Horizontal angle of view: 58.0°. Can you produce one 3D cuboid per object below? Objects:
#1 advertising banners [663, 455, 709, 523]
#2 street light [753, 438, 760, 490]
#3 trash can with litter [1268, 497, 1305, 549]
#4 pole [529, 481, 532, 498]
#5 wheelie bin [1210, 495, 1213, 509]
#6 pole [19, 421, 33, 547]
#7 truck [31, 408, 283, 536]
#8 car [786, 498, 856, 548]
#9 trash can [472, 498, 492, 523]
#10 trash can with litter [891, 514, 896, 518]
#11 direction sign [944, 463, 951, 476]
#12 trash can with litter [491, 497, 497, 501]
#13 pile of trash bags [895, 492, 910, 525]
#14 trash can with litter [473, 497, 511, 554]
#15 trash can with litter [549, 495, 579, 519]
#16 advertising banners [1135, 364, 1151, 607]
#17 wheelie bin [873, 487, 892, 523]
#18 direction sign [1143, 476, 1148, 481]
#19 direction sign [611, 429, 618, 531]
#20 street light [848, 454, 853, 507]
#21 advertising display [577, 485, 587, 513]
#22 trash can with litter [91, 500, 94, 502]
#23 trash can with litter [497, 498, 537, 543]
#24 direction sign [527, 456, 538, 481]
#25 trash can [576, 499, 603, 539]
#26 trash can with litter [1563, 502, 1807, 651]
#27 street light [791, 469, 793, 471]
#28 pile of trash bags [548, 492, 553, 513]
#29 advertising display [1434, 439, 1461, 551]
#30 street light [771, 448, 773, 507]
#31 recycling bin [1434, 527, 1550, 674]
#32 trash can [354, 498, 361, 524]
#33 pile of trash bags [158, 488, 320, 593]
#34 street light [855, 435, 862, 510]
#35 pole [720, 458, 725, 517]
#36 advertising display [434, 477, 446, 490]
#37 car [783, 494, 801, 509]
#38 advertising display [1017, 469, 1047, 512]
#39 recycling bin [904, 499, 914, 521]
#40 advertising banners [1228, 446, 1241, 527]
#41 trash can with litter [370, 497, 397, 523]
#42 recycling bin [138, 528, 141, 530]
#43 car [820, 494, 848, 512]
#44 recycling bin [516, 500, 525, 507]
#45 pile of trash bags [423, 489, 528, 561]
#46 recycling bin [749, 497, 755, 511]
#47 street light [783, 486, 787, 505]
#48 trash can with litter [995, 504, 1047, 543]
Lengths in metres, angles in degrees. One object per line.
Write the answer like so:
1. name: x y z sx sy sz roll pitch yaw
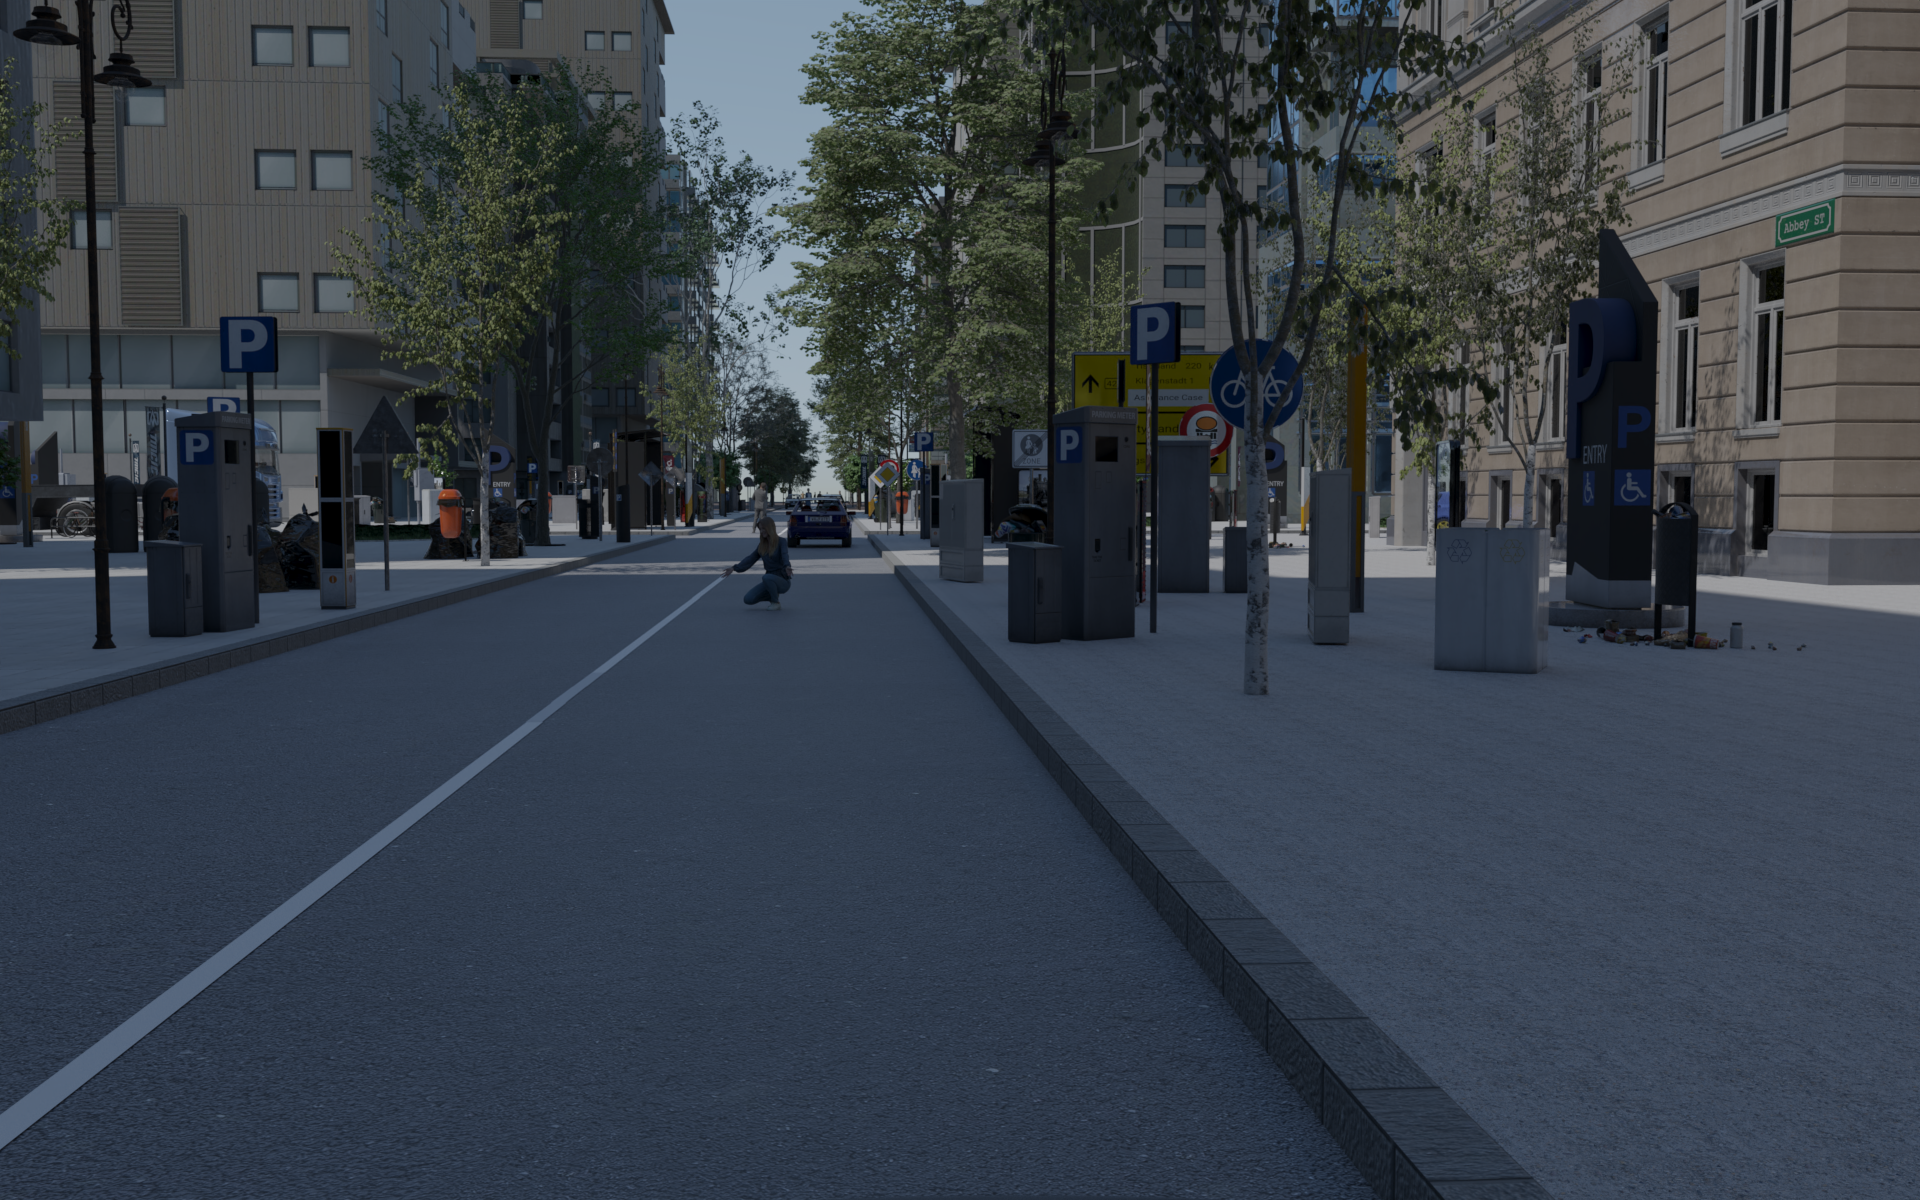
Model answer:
1. advertising banners: -12.353 -5.010 78.103 2.074 3.025 0.090 -1 4 -19
2. street light: -16.149 -10.080 137.603 0.468 5.910 1.993 0 4 -4
3. trash can with litter: 7.464 -1.876 41.727 1.678 1.210 2.233 1 4 13
4. pole: -27.478 -7.158 110.880 0.158 3.312 0.155 0 3 0
5. wheelie bin: 7.127 -2.688 51.864 0.693 1.594 0.980 -3 5 -42
6. pole: -22.490 -2.928 41.709 0.158 3.312 0.155 0 3 0
7. truck: -30.633 -3.967 54.620 18.799 4.110 2.967 0 4 -6
8. car: -3.845 -2.150 47.732 1.945 1.354 3.894 0 4 -3
9. trash can: -17.729 -3.215 64.218 0.748 1.137 0.748 0 3 0
10. trash can with litter: -3.608 -4.993 93.022 0.624 1.170 1.055 -2 4 -29
11. direction sign: -0.744 -8.170 125.571 0.876 3.537 0.379 1 4 14
12. trash can with litter: -17.900 -3.361 66.335 0.624 1.170 1.055 0 4 2
13. pile of trash bags: -0.998 -3.802 71.916 3.447 1.369 1.912 -1 4 -10
14. trash can with litter: -10.424 -1.622 37.579 2.233 1.210 1.678 -2 4 -30
15. trash can with litter: -20.934 -4.817 89.807 2.233 1.210 1.678 -2 4 -33
16. advertising banners: 2.157 -1.486 20.476 0.090 3.025 2.074 1 4 11
17. wheelie bin: -3.432 -4.261 77.568 0.693 1.594 0.980 2 4 33
18. direction sign: 11.392 -7.135 108.661 0.876 3.537 0.379 0 4 -8
19. direction sign: -12.044 -4.192 60.542 0.379 3.537 0.876 -1 4 -20
20. street light: -10.919 -12.452 176.384 0.468 5.910 1.993 0 4 -4
21. advertising display: -25.944 -6.986 119.432 0.974 1.923 0.123 -1 4 -17
22. trash can with litter: -34.120 -3.460 67.966 0.624 1.170 1.055 3 5 42
23. trash can with litter: -11.385 -2.057 45.012 1.055 1.170 0.624 3 5 41
24. direction sign: -25.397 -6.807 103.298 0.876 3.537 0.379 1 4 11
25. trash can: -10.542 -2.301 49.281 0.748 1.137 0.748 0 3 0
26. trash can with litter: 6.119 -0.248 15.116 1.678 1.210 2.233 -1 4 -10
27. street light: -24.893 -17.356 256.553 0.468 5.910 1.993 0 4 -4
28. pile of trash bags: -18.809 -3.840 72.538 3.447 1.369 1.912 -1 4 -8
29. advertising display: 5.868 -0.959 20.887 0.123 1.923 0.974 0 4 5
30. street light: -18.781 -12.238 172.874 0.468 5.910 1.993 0 4 -4
31. recycling bin: 3.925 -0.013 12.761 0.722 1.027 0.722 2 4 25
32. trash can: -22.950 -3.279 65.261 0.748 1.137 0.748 0 3 0
33. pile of trash bags: -10.040 -0.857 23.760 3.447 1.369 1.912 3 5 40
34. street light: -7.830 -9.946 135.398 0.468 5.910 1.993 0 4 -4
35. pole: -13.943 -6.574 101.324 0.158 3.312 0.155 0 3 0
36. advertising display: -19.516 -3.630 64.572 0.974 1.923 0.123 3 4 37
37. car: -15.876 -9.534 165.674 2.009 1.686 4.222 0 4 -5
38. advertising display: 1.949 -2.399 44.430 0.974 1.923 0.123 1 4 22
39. recycling bin: -2.575 -4.234 81.780 0.722 1.027 0.722 0 4 6
40. advertising banners: 9.951 -4.065 62.643 0.090 3.025 2.074 1 4 20
41. trash can with litter: -25.119 -3.918 75.451 0.624 1.170 1.055 3 4 38
42. recycling bin: -29.331 -3.072 62.786 0.722 1.027 0.722 1 4 21
43. car: -7.443 -5.531 100.214 2.009 1.686 4.222 0 4 -5
44. recycling bin: -19.630 -3.967 77.419 0.722 1.027 0.722 -2 4 -30
45. pile of trash bags: -9.746 -1.508 34.404 1.912 1.369 3.447 0 4 -3
46. recycling bin: -15.423 -7.215 130.524 0.722 1.027 0.722 2 4 33
47. street light: -22.200 -15.178 220.947 0.468 5.910 1.993 0 4 -4
48. trash can with litter: 0.910 -0.528 20.022 0.624 1.170 1.055 2 4 30
